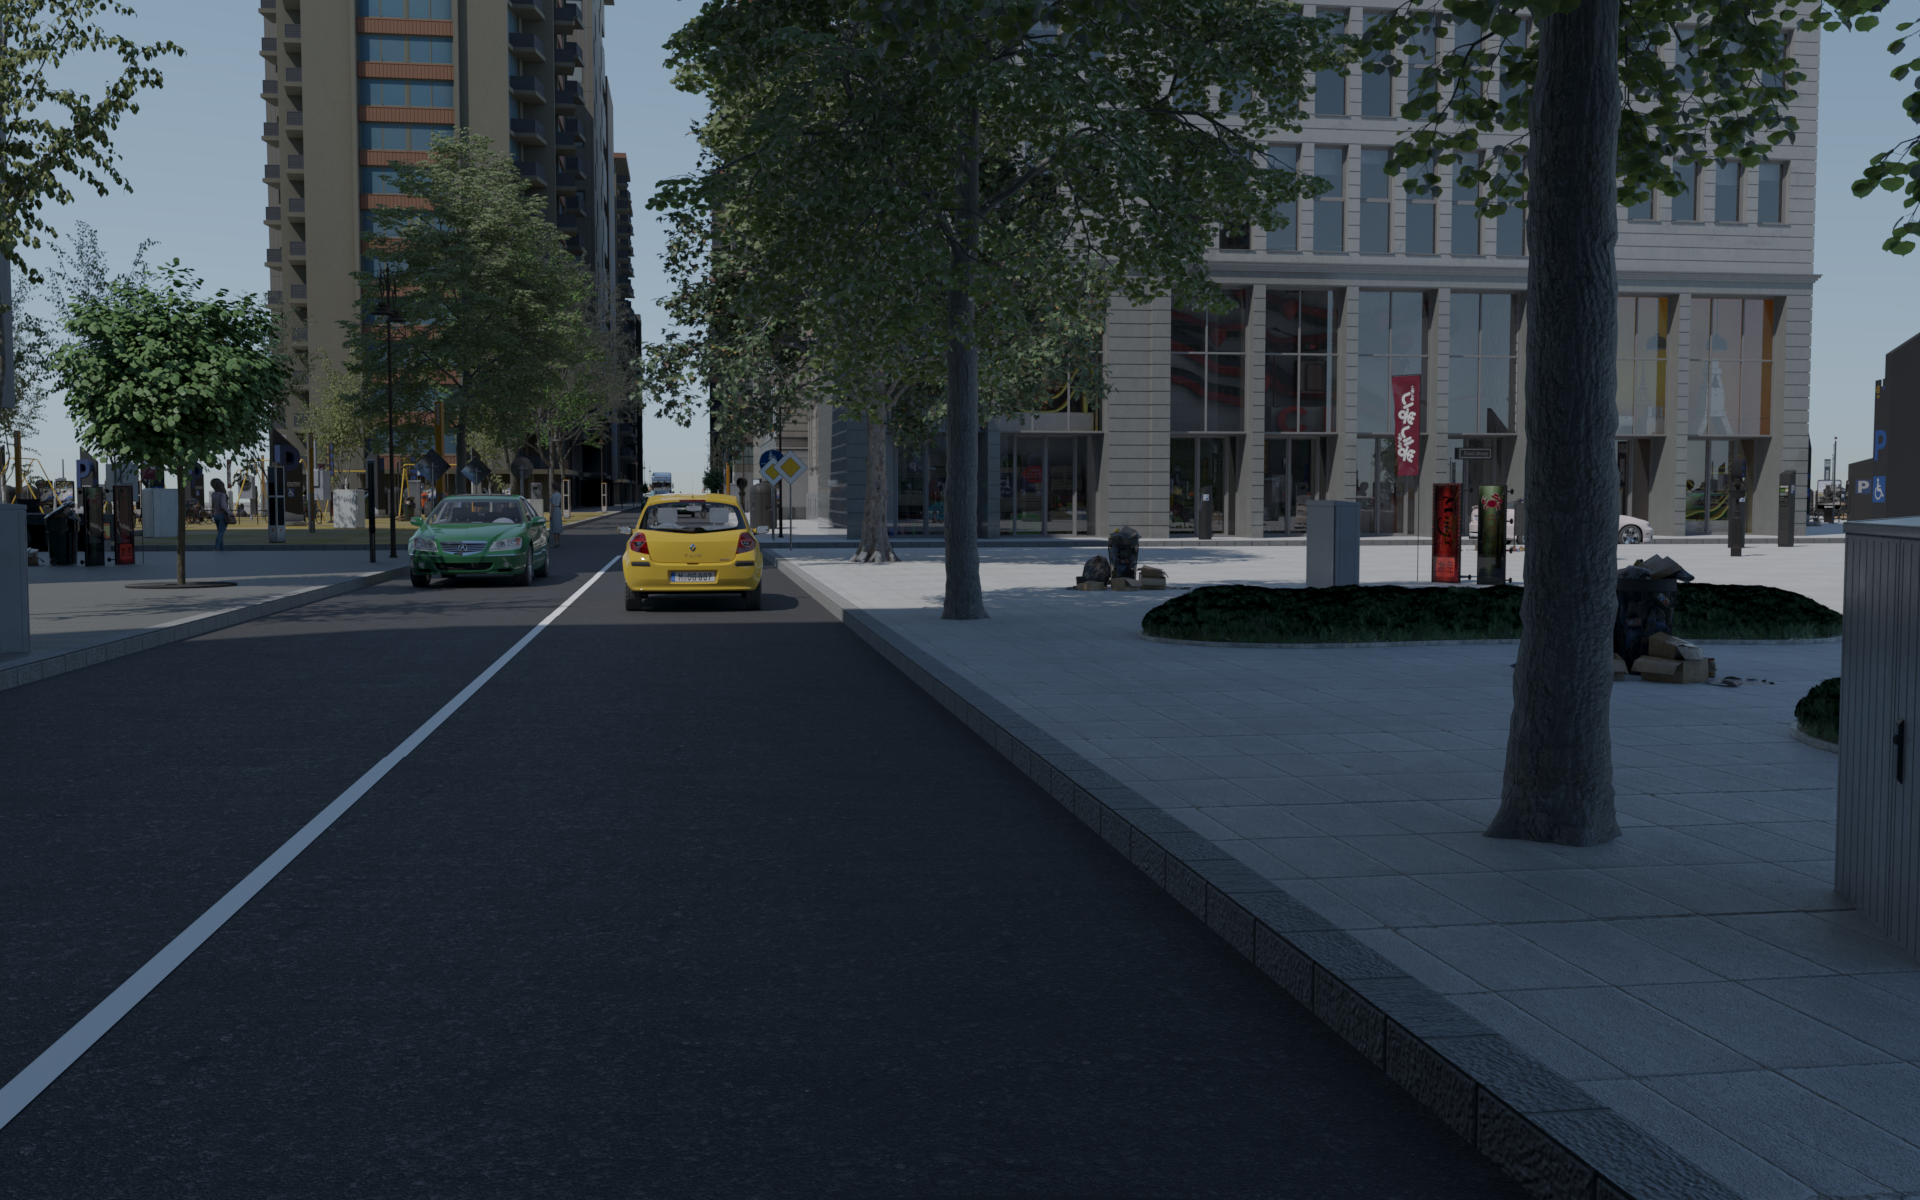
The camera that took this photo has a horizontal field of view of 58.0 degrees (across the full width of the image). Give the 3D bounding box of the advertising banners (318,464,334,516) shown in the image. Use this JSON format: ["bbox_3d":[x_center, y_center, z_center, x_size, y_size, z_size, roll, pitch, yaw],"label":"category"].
[{"bbox_3d":[-36.382,-6.384,100.560,0.090,3.025,2.074,2,4,33],"label":"advertising banners"}]

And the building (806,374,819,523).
[{"bbox_3d":[0.304,-17.541,74.189,14.401,28.519,23.554,-1,4,-9],"label":"building"}]

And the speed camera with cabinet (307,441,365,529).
[{"bbox_3d":[-23.254,-4.293,64.520,2.038,3.252,0.660,1,4,11],"label":"speed camera with cabinet"}]

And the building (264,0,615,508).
[{"bbox_3d":[-46.660,-34.886,159.629,28.713,52.752,27.495,-1,4,-9],"label":"building"}]

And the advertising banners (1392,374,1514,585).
[{"bbox_3d":[7.023,-1.754,24.860,0.090,3.025,2.074,-3,4,-39],"label":"advertising banners"}]

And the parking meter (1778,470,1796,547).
[{"bbox_3d":[19.998,-2.213,41.896,0.399,1.863,0.255,-3,5,-41],"label":"parking meter"}]

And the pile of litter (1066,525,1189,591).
[{"bbox_3d":[2.299,-0.572,23.310,1.719,0.858,1.176,0,4,6],"label":"pile of litter"}]

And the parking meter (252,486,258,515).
[{"bbox_3d":[-43.205,-6.136,106.034,0.399,1.863,0.255,0,4,3],"label":"parking meter"}]

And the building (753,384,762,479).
[{"bbox_3d":[-8.056,-15.829,113.561,10.420,20.320,16.860,-1,4,-9],"label":"building"}]

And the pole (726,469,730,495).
[{"bbox_3d":[-14.985,-7.219,111.873,0.158,3.312,0.155,0,3,0],"label":"pole"}]

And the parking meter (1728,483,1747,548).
[{"bbox_3d":[18.466,-2.003,41.162,0.372,1.533,0.369,0,3,0],"label":"parking meter"}]

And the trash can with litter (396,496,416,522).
[{"bbox_3d":[-25.943,-4.253,80.916,1.055,1.170,0.624,2,4,27],"label":"trash can with litter"}]

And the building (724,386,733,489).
[{"bbox_3d":[-10.836,-20.729,183.963,27.650,21.520,28.899,-1,4,-9],"label":"building"}]

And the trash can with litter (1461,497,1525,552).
[{"bbox_3d":[12.344,-1.713,39.064,2.233,1.210,1.678,0,4,8],"label":"trash can with litter"}]

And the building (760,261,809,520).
[{"bbox_3d":[-5.941,-15.037,95.006,9.793,20.994,18.267,-1,4,-9],"label":"building"}]

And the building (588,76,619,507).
[{"bbox_3d":[-43.414,-32.499,181.477,14.600,45.320,14.200,-1,4,-9],"label":"building"}]

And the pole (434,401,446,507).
[{"bbox_3d":[-11.472,-2.715,38.235,0.158,3.312,0.155,0,3,0],"label":"pole"}]

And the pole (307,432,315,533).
[{"bbox_3d":[-21.506,-3.886,57.374,0.158,3.312,0.155,0,3,0],"label":"pole"}]

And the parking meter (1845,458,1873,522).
[{"bbox_3d":[14.432,-1.350,27.792,0.399,1.863,0.255,1,4,15],"label":"parking meter"}]

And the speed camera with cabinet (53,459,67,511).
[{"bbox_3d":[-51.198,-6.364,98.392,0.660,3.252,2.038,-2,4,-32],"label":"speed camera with cabinet"}]

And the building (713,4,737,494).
[{"bbox_3d":[-26.300,-49.932,254.631,20.563,71.187,20.611,-1,4,-9],"label":"building"}]

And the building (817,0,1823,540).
[{"bbox_3d":[10.542,-16.986,55.206,29.804,29.767,11.434,-1,4,-9],"label":"building"}]

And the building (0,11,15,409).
[{"bbox_3d":[-23.853,-20.955,26.212,14.086,41.232,14.154,-1,4,-9],"label":"building"}]

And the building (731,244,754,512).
[{"bbox_3d":[-10.459,-22.063,132.425,14.160,30.474,14.107,-1,4,-9],"label":"building"}]

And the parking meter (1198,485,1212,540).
[{"bbox_3d":[6.885,-2.459,48.609,0.372,1.533,0.369,0,3,0],"label":"parking meter"}]

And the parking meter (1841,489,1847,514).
[{"bbox_3d":[47.250,-5.140,92.442,0.372,1.533,0.369,0,3,0],"label":"parking meter"}]

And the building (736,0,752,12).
[{"bbox_3d":[-8.962,-30.565,154.366,22.147,44.769,28.867,-1,4,-9],"label":"building"}]

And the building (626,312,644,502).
[{"bbox_3d":[-56.149,-30.264,266.515,14.160,30.474,14.107,-1,4,-9],"label":"building"}]

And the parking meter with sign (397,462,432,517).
[{"bbox_3d":[-29.833,-6.022,94.723,1.738,3.016,0.543,-1,4,-13],"label":"parking meter with sign"}]

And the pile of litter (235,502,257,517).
[{"bbox_3d":[-39.777,-5.030,96.205,1.176,0.858,1.719,-3,5,-39],"label":"pile of litter"}]

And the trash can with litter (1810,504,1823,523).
[{"bbox_3d":[35.876,-3.777,73.137,1.055,1.170,0.624,2,4,30],"label":"trash can with litter"}]

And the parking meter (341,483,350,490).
[{"bbox_3d":[-31.052,-5.002,87.487,0.255,1.863,0.399,3,5,44],"label":"parking meter"}]

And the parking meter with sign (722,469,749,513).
[{"bbox_3d":[-15.338,-7.475,118.478,1.738,3.016,0.543,1,4,9],"label":"parking meter with sign"}]

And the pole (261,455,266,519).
[{"bbox_3d":[-36.357,-5.904,90.370,0.158,3.312,0.155,0,3,0],"label":"pole"}]

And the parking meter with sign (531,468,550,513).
[{"bbox_3d":[-28.701,-7.409,117.404,1.738,3.016,0.543,0,4,-7],"label":"parking meter with sign"}]

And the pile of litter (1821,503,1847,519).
[{"bbox_3d":[44.637,-4.519,87.848,1.176,0.858,1.719,-3,4,-36],"label":"pile of litter"}]

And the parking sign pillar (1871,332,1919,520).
[{"bbox_3d":[12.673,-2.087,22.598,1.447,3.967,1.447,0,4,3],"label":"parking sign pillar"}]

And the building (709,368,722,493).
[{"bbox_3d":[-32.350,-30.628,272.467,14.160,30.474,14.107,-1,4,-9],"label":"building"}]

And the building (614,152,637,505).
[{"bbox_3d":[-52.117,-34.303,215.480,22.147,44.769,28.867,-1,4,-9],"label":"building"}]

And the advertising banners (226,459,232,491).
[{"bbox_3d":[-36.633,-5.490,85.952,0.090,3.025,2.074,0,4,7],"label":"advertising banners"}]

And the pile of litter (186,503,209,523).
[{"bbox_3d":[-34.457,-3.890,77.565,1.176,0.858,1.719,0,4,-2],"label":"pile of litter"}]

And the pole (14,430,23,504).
[{"bbox_3d":[-30.048,-3.758,55.294,0.158,3.312,0.155,0,3,0],"label":"pole"}]

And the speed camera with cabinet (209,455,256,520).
[{"bbox_3d":[-35.461,-5.506,84.356,2.038,3.252,0.660,0,4,-6],"label":"speed camera with cabinet"}]

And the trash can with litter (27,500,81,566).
[{"bbox_3d":[-16.392,-1.206,31.111,1.055,1.170,0.624,-2,4,-30],"label":"trash can with litter"}]

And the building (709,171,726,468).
[{"bbox_3d":[-22.071,-35.259,231.105,22.147,44.769,28.867,-1,4,-9],"label":"building"}]

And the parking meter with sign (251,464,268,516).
[{"bbox_3d":[-40.451,-6.414,101.135,1.738,3.016,0.543,1,4,12],"label":"parking meter with sign"}]

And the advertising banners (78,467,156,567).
[{"bbox_3d":[-15.239,-2.158,31.471,0.090,3.025,2.074,1,4,14],"label":"advertising banners"}]

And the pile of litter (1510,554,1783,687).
[{"bbox_3d":[4.749,0.112,12.136,1.176,0.858,1.719,-2,4,-33],"label":"pile of litter"}]

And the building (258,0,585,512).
[{"bbox_3d":[-40.159,-29.198,132.013,22.147,44.769,28.867,-1,4,-9],"label":"building"}]

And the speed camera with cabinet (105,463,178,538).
[{"bbox_3d":[-23.721,-3.429,50.395,0.660,3.252,2.038,2,4,35],"label":"speed camera with cabinet"}]
